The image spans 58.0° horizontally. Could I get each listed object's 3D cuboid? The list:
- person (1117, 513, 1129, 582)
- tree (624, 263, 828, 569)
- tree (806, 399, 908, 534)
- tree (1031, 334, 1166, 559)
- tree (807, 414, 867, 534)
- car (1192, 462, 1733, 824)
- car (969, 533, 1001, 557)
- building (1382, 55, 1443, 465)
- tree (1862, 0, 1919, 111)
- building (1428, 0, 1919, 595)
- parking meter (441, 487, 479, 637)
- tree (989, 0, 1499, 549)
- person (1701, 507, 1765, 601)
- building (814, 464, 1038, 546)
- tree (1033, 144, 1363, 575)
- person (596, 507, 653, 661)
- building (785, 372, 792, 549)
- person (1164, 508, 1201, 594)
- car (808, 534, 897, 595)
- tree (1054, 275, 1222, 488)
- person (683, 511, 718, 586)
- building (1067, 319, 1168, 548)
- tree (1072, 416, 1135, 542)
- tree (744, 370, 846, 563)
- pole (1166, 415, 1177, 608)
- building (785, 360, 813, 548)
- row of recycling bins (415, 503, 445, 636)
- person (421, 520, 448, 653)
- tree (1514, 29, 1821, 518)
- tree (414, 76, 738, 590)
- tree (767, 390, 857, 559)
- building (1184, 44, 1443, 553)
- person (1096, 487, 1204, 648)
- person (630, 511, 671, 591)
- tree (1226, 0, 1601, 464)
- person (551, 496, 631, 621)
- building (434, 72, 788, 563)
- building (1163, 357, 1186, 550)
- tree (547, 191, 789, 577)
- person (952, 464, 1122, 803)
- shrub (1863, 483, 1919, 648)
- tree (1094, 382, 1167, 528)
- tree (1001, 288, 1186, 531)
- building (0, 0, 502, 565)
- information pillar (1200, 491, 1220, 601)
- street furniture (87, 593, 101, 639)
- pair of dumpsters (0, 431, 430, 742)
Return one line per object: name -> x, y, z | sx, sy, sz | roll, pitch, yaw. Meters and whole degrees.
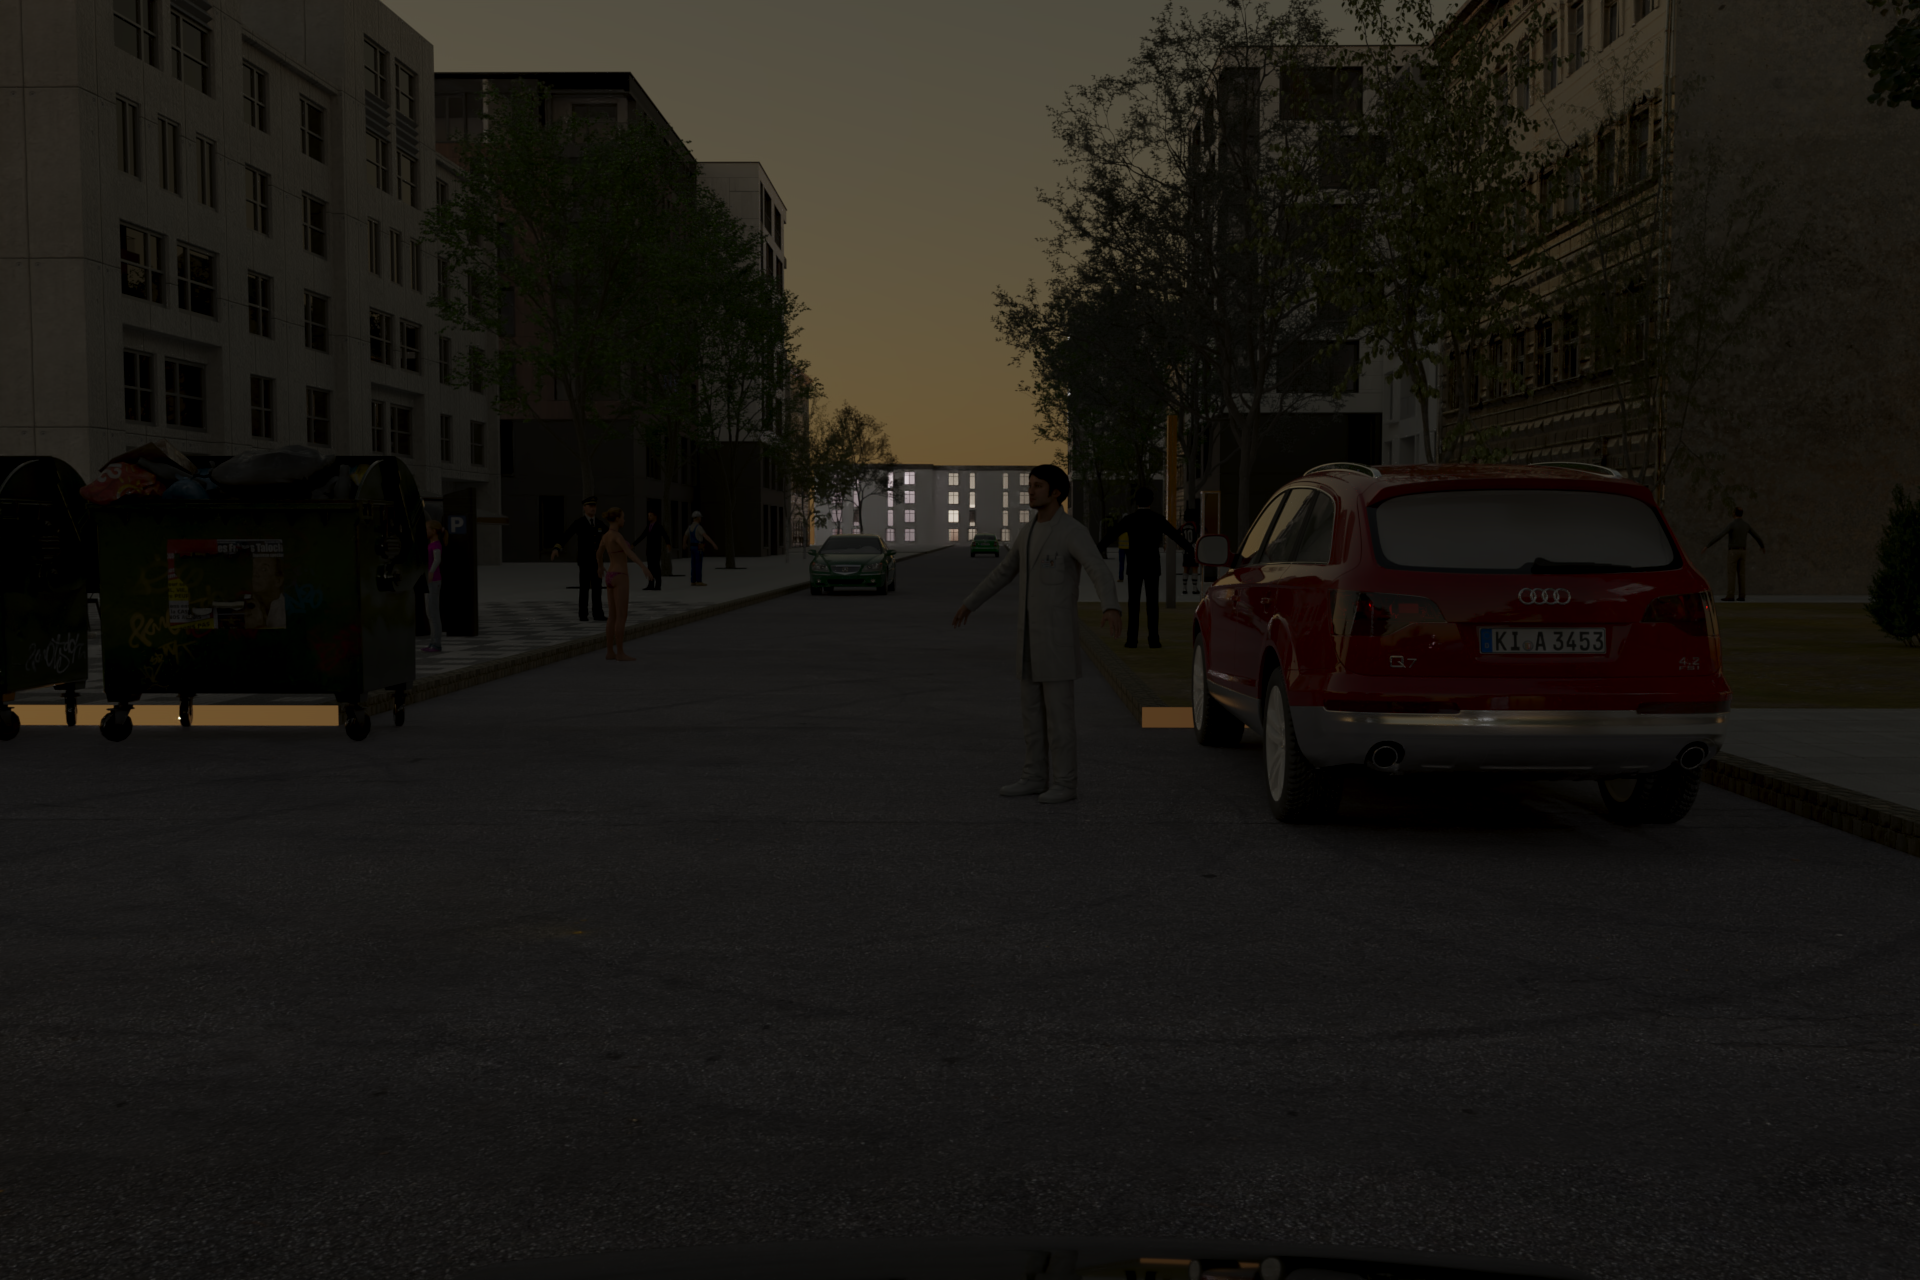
person -> 4.413, -2.457, 46.144 | 1.349, 1.833, 0.705 | 0, 4, -4
tree -> -8.482, -8.414, 63.321 | 9.928, 11.665, 9.643 | 0, 3, 0
tree -> -7.034, -11.343, 119.875 | 7.601, 10.594, 8.767 | 1, 4, 15
tree -> 7.163, -9.910, 87.781 | 9.928, 11.665, 9.643 | 0, 3, 0
tree -> -7.542, -9.549, 106.496 | 4.737, 8.622, 4.395 | 0, 3, 0
car -> 2.592, -0.089, 10.121 | 2.281, 1.827, 5.304 | 0, 4, 1
car -> 1.557, -6.063, 107.930 | 1.959, 1.807, 4.718 | 0, 4, 1
building -> 22.527, -13.061, 69.971 | 16.016, 20.090, 11.380 | 0, 4, 1
tree -> 8.607, -6.279, 9.318 | 9.857, 13.997, 8.962 | 0, 3, 0
building -> 24.016, -13.060, 44.457 | 19.493, 23.208, 18.063 | 0, 4, 1
parking meter -> -6.265, -0.977, 21.685 | 0.399, 1.863, 0.255 | 0, 4, 1
tree -> 6.187, -7.764, 37.310 | 12.009, 13.543, 11.850 | 0, 3, 0
person -> 14.820, -1.640, 33.082 | 1.348, 1.796, 0.705 | -1, 4, -11
building -> -3.512, -16.126, 208.271 | 28.070, 9.664, 9.099 | 0, 4, -4
tree -> 7.353, -8.780, 53.917 | 12.009, 13.543, 11.850 | 0, 3, 0
person -> -3.830, -0.638, 19.693 | 0.721, 1.733, 1.217 | -3, 4, -38
building -> -23.226, -16.452, 135.453 | 16.747, 18.905, 31.486 | 0, 4, 0
person -> 4.940, -1.886, 36.977 | 1.345, 1.843, 0.704 | 2, 4, 31
car -> -2.569, -1.857, 42.158 | 2.131, 1.459, 4.920 | 0, 4, 2
tree -> 7.273, -8.759, 68.957 | 9.928, 11.665, 9.643 | 0, 3, 0
person -> -6.480, -2.259, 42.789 | 1.347, 1.847, 0.705 | 3, 5, 45
building -> 24.957, -20.465, 178.576 | 27.936, 21.610, 32.646 | 0, 4, 2
tree -> 7.701, -8.879, 95.530 | 4.360, 8.622, 3.978 | 0, 3, 0
tree -> -7.926, -7.747, 77.023 | 4.360, 8.622, 3.978 | 0, 3, 0
pole -> 3.644, -2.202, 29.851 | 0.158, 3.312, 0.155 | 0, 3, 0
building -> -24.347, -20.219, 161.510 | 19.493, 23.208, 18.063 | 0, 4, 2
row of recycling bins -> -7.145, -0.938, 22.454 | 1.069, 1.692, 3.534 | 0, 4, 1
person -> -5.786, -0.583, 18.802 | 0.599, 1.433, 0.991 | -1, 4, -22
tree -> 10.242, -4.633, 26.112 | 4.360, 8.622, 3.978 | 0, 3, 0
tree -> -8.814, -7.010, 40.371 | 9.928, 11.665, 9.643 | 0, 3, 0
tree -> -7.705, -8.434, 88.258 | 4.737, 8.622, 4.395 | 0, 3, 0
building -> 25.294, -14.976, 88.838 | 27.936, 21.610, 32.646 | 0, 4, 1
person -> 2.070, -0.816, 19.530 | 1.347, 1.806, 0.705 | 0, 4, 5
person -> -6.990, -2.027, 39.370 | 1.346, 1.802, 0.704 | 3, 4, 39
tree -> 5.483, -4.271, 20.190 | 4.737, 8.622, 4.395 | 0, 3, 0
person -> -5.443, -1.201, 25.578 | 1.347, 1.837, 0.705 | -3, 4, -39
building -> -24.946, -15.250, 93.310 | 27.936, 21.610, 32.646 | 0, 4, 0
building -> 26.778, -18.989, 141.405 | 19.493, 23.208, 18.063 | 0, 4, 2
tree -> -8.731, -7.723, 52.024 | 9.928, 11.665, 9.643 | 0, 3, 0
person -> 0.450, -0.045, 9.373 | 0.705, 1.806, 1.347 | -3, 4, -38
shrub -> 11.066, -0.925, 19.539 | 1.690, 2.028, 1.600 | 0, 3, 0
tree -> 7.807, -7.818, 78.183 | 4.737, 8.622, 4.395 | 0, 3, 0
tree -> 9.189, -15.932, 116.378 | 12.611, 20.169, 13.585 | 0, 3, 0
building -> -27.647, -11.529, 54.955 | 16.747, 18.905, 31.486 | 0, 4, 2
information pillar -> 4.293, -1.544, 29.742 | 0.304, 2.012, 0.304 | 0, 4, 2
street furniture -> -24.647, -1.079, 22.667 | 27.439, 1.986, 14.083 | 1, 4, 19
pair of dumpsters -> -6.201, -0.454, 12.373 | 4.436, 2.255, 1.574 | 0, 4, 1
